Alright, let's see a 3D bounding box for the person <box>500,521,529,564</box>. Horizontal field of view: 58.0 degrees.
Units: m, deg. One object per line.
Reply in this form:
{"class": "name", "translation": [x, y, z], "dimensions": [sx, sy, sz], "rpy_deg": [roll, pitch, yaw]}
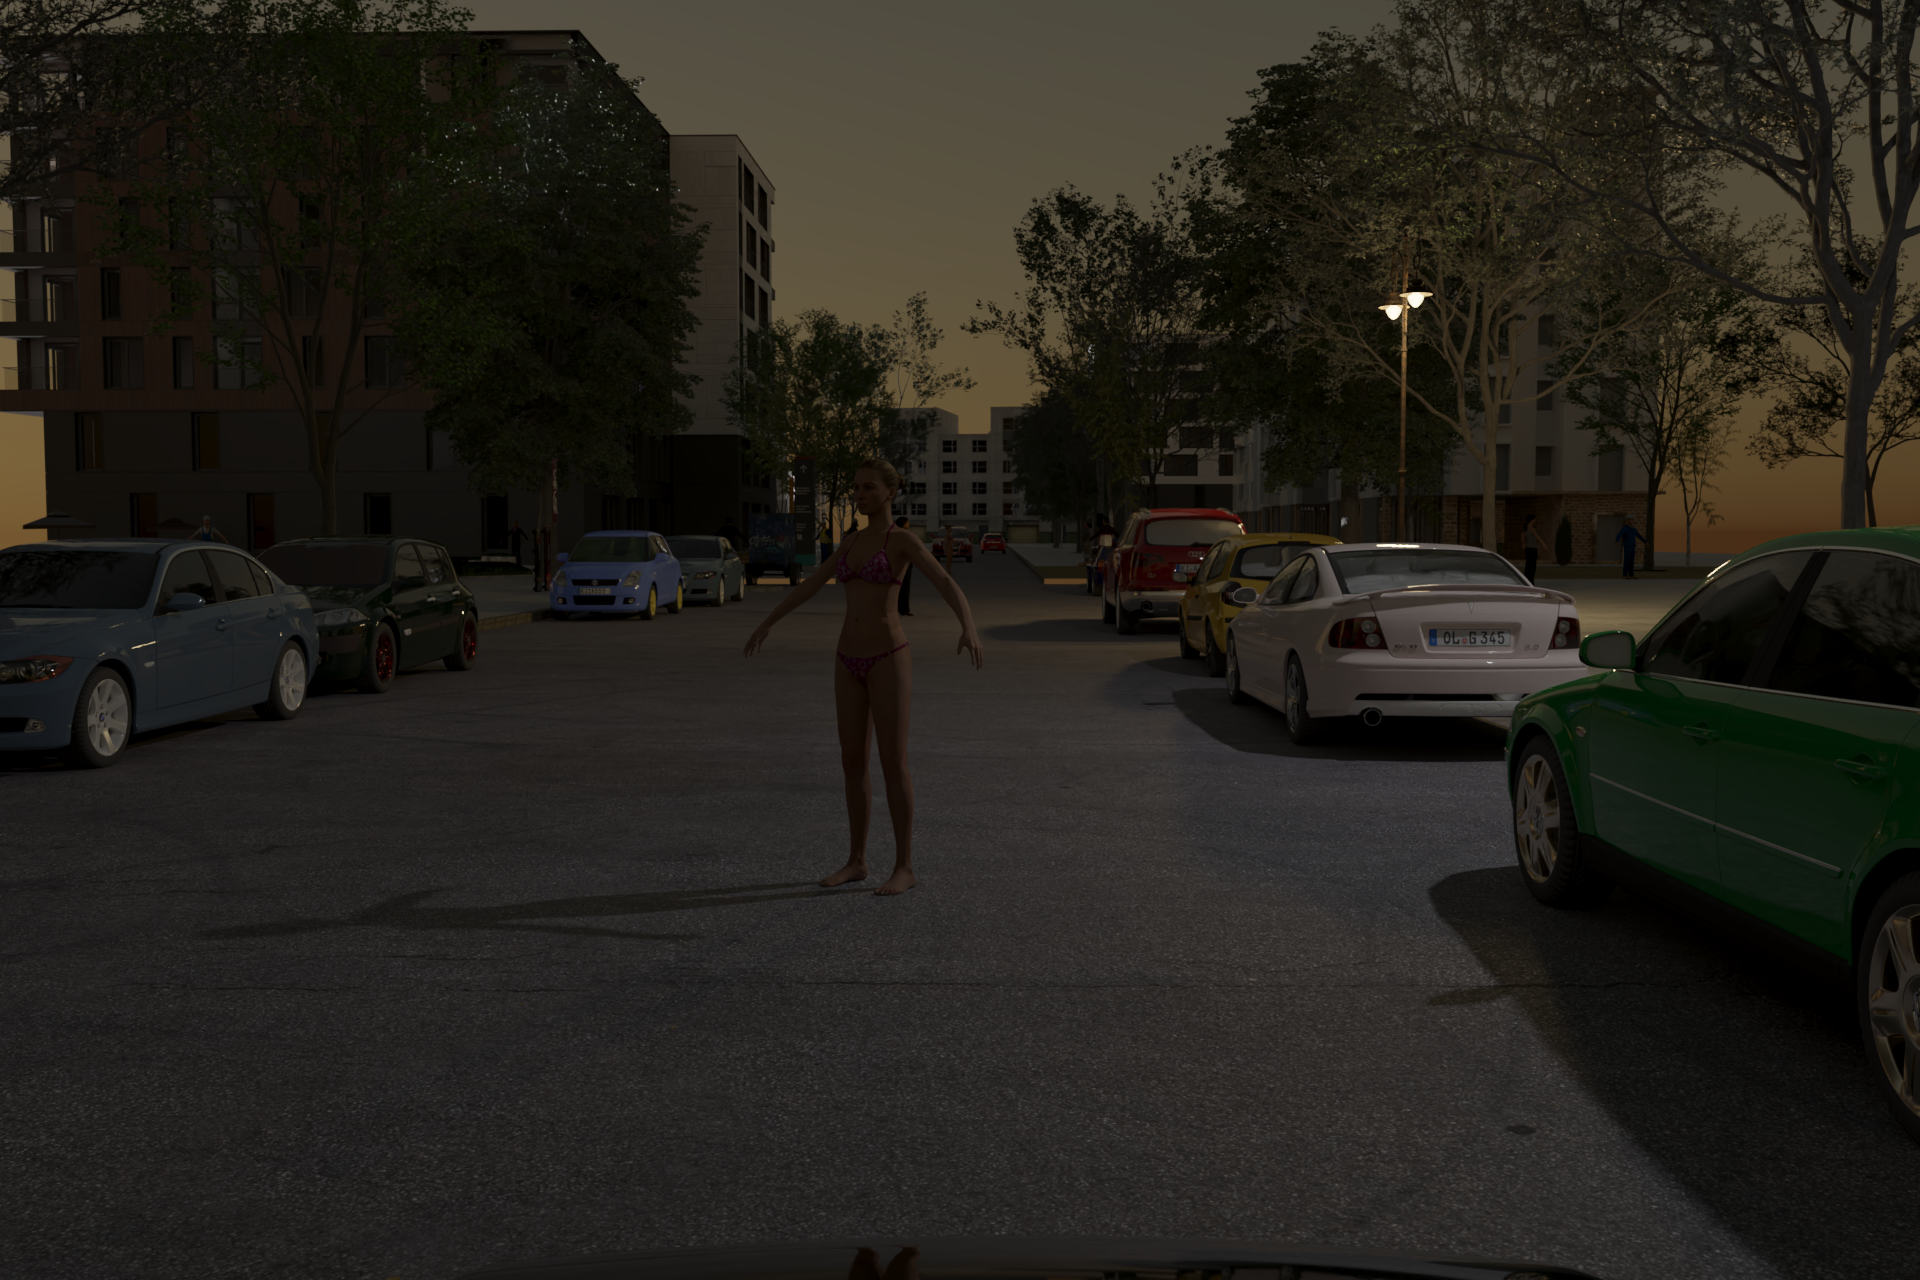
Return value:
{"class": "person", "translation": [-17.609, -3.816, 68.619], "dimensions": [1.346, 1.802, 0.704], "rpy_deg": [1, 4, 20]}

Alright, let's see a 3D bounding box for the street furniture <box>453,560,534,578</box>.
{"class": "street furniture", "translation": [-16.749, -2.116, 50.226], "dimensions": [5.734, 0.657, 10.072], "rpy_deg": [1, 4, 22]}

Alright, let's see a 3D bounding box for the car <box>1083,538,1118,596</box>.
{"class": "car", "translation": [3.928, -1.745, 41.116], "dimensions": [1.945, 1.354, 3.894], "rpy_deg": [0, 4, 1]}

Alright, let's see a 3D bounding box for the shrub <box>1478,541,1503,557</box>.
{"class": "shrub", "translation": [17.009, -2.734, 55.810], "dimensions": [1.383, 1.207, 1.383], "rpy_deg": [0, 3, 0]}

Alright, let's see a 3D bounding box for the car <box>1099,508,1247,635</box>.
{"class": "car", "translation": [3.271, -1.068, 26.140], "dimensions": [2.281, 1.827, 5.304], "rpy_deg": [0, 4, 1]}

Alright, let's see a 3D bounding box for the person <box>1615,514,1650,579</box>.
{"class": "person", "translation": [18.985, -2.641, 49.055], "dimensions": [1.347, 1.842, 0.705], "rpy_deg": [-2, 4, -28]}

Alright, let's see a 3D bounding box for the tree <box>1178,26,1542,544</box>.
{"class": "tree", "translation": [10.071, -8.409, 44.150], "dimensions": [9.857, 13.997, 8.962], "rpy_deg": [0, 3, 0]}

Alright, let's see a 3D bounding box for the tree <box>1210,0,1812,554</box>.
{"class": "tree", "translation": [9.953, -7.473, 32.551], "dimensions": [12.009, 13.543, 11.850], "rpy_deg": [0, 3, 0]}

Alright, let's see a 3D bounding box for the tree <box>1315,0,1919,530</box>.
{"class": "tree", "translation": [9.433, -6.578, 17.919], "dimensions": [12.009, 13.543, 11.850], "rpy_deg": [0, 3, 0]}

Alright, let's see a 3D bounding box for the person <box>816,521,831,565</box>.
{"class": "person", "translation": [-5.602, -3.978, 71.008], "dimensions": [0.705, 1.833, 1.349], "rpy_deg": [-2, 4, -35]}

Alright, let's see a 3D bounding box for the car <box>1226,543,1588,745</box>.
{"class": "car", "translation": [3.191, -0.047, 13.126], "dimensions": [2.083, 1.381, 4.827], "rpy_deg": [0, 4, 0]}

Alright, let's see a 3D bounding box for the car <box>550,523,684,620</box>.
{"class": "car", "translation": [-5.901, -1.244, 29.933], "dimensions": [1.945, 1.707, 3.694], "rpy_deg": [0, 4, 1]}

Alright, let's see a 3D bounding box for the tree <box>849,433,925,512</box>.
{"class": "tree", "translation": [-6.637, -13.465, 154.564], "dimensions": [7.601, 10.594, 8.767], "rpy_deg": [-2, 4, -35]}

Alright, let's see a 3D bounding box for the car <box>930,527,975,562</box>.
{"class": "car", "translation": [-0.375, -4.960, 89.765], "dimensions": [2.281, 1.827, 5.304], "rpy_deg": [0, 4, 1]}

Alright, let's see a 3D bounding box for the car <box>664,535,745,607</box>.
{"class": "car", "translation": [-5.516, -1.443, 35.602], "dimensions": [2.014, 1.417, 4.499], "rpy_deg": [0, 4, 1]}

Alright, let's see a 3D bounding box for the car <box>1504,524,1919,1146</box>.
{"class": "car", "translation": [3.097, 0.214, 5.295], "dimensions": [1.959, 1.807, 4.718], "rpy_deg": [0, 3, 0]}

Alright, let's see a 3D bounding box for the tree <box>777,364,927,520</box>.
{"class": "tree", "translation": [-7.381, -12.795, 119.567], "dimensions": [12.009, 13.543, 11.850], "rpy_deg": [0, 3, 0]}

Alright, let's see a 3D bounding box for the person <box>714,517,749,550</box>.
{"class": "person", "translation": [-6.951, -2.813, 52.172], "dimensions": [1.347, 1.806, 0.705], "rpy_deg": [1, 4, 10]}

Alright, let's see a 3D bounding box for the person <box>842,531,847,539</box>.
{"class": "person", "translation": [-5.517, -4.605, 84.556], "dimensions": [0.599, 1.433, 0.991], "rpy_deg": [0, 4, -7]}

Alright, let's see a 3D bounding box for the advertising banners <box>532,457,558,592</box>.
{"class": "advertising banners", "translation": [-9.303, -2.617, 38.976], "dimensions": [0.090, 3.025, 2.074], "rpy_deg": [0, 4, 2]}

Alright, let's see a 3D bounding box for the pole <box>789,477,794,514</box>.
{"class": "pole", "translation": [-6.031, -4.169, 62.014], "dimensions": [0.158, 3.312, 0.155], "rpy_deg": [0, 3, 0]}

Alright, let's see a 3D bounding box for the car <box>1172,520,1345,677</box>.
{"class": "car", "translation": [3.358, -0.519, 18.715], "dimensions": [2.015, 1.641, 3.980], "rpy_deg": [0, 4, 1]}

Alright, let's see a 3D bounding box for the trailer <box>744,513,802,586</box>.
{"class": "trailer", "translation": [-5.204, -2.472, 47.471], "dimensions": [1.471, 1.999, 3.904], "rpy_deg": [0, 4, 1]}

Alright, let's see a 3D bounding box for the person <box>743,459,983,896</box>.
{"class": "person", "translation": [-0.391, 0.141, 6.960], "dimensions": [1.217, 1.733, 0.721], "rpy_deg": [3, 4, 37]}

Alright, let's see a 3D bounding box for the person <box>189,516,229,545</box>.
{"class": "person", "translation": [-23.027, -2.882, 52.982], "dimensions": [1.347, 1.847, 0.705], "rpy_deg": [0, 4, -7]}

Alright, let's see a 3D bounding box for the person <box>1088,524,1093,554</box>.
{"class": "person", "translation": [6.650, -5.073, 89.135], "dimensions": [0.705, 1.806, 1.347], "rpy_deg": [1, 4, 17]}

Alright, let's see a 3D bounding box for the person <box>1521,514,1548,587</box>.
{"class": "person", "translation": [13.223, -2.024, 39.903], "dimensions": [0.721, 1.737, 1.217], "rpy_deg": [0, 4, -7]}

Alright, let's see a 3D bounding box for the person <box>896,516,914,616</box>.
{"class": "person", "translation": [-0.919, -1.298, 30.397], "dimensions": [0.721, 1.740, 1.216], "rpy_deg": [-2, 4, -26]}

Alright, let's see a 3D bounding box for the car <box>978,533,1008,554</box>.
{"class": "car", "translation": [2.389, -7.075, 124.714], "dimensions": [2.155, 1.783, 4.494], "rpy_deg": [0, 4, 1]}

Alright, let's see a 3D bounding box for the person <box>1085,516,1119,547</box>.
{"class": "person", "translation": [4.370, -2.804, 51.986], "dimensions": [1.346, 1.812, 0.704], "rpy_deg": [-2, 4, -27]}

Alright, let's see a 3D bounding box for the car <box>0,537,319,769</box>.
{"class": "car", "translation": [-6.045, -0.008, 12.131], "dimensions": [2.014, 1.417, 4.499], "rpy_deg": [0, 4, 2]}

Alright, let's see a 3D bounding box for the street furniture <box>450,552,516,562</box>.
{"class": "street furniture", "translation": [-19.498, -2.838, 62.023], "dimensions": [5.734, 0.657, 10.072], "rpy_deg": [-2, 4, -31]}

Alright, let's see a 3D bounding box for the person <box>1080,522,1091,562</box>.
{"class": "person", "translation": [5.508, -4.247, 75.709], "dimensions": [0.705, 1.796, 1.348], "rpy_deg": [-1, 4, -11]}

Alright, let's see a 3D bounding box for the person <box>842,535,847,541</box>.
{"class": "person", "translation": [-5.449, -5.057, 88.449], "dimensions": [1.354, 1.858, 0.705], "rpy_deg": [-2, 4, -28]}

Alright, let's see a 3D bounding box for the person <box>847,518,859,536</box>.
{"class": "person", "translation": [-3.758, -3.442, 62.062], "dimensions": [0.705, 1.856, 1.354], "rpy_deg": [1, 4, 23]}

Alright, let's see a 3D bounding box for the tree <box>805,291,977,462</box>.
{"class": "tree", "translation": [-5.401, -17.089, 135.297], "dimensions": [12.611, 20.169, 13.585], "rpy_deg": [0, 3, 0]}

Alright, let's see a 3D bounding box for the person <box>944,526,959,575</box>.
{"class": "person", "translation": [-0.310, -3.194, 61.475], "dimensions": [0.721, 1.733, 1.217], "rpy_deg": [1, 4, 22]}

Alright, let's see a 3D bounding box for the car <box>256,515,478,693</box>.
{"class": "car", "translation": [-6.003, -0.429, 16.809], "dimensions": [2.009, 1.686, 4.222], "rpy_deg": [0, 4, 1]}
